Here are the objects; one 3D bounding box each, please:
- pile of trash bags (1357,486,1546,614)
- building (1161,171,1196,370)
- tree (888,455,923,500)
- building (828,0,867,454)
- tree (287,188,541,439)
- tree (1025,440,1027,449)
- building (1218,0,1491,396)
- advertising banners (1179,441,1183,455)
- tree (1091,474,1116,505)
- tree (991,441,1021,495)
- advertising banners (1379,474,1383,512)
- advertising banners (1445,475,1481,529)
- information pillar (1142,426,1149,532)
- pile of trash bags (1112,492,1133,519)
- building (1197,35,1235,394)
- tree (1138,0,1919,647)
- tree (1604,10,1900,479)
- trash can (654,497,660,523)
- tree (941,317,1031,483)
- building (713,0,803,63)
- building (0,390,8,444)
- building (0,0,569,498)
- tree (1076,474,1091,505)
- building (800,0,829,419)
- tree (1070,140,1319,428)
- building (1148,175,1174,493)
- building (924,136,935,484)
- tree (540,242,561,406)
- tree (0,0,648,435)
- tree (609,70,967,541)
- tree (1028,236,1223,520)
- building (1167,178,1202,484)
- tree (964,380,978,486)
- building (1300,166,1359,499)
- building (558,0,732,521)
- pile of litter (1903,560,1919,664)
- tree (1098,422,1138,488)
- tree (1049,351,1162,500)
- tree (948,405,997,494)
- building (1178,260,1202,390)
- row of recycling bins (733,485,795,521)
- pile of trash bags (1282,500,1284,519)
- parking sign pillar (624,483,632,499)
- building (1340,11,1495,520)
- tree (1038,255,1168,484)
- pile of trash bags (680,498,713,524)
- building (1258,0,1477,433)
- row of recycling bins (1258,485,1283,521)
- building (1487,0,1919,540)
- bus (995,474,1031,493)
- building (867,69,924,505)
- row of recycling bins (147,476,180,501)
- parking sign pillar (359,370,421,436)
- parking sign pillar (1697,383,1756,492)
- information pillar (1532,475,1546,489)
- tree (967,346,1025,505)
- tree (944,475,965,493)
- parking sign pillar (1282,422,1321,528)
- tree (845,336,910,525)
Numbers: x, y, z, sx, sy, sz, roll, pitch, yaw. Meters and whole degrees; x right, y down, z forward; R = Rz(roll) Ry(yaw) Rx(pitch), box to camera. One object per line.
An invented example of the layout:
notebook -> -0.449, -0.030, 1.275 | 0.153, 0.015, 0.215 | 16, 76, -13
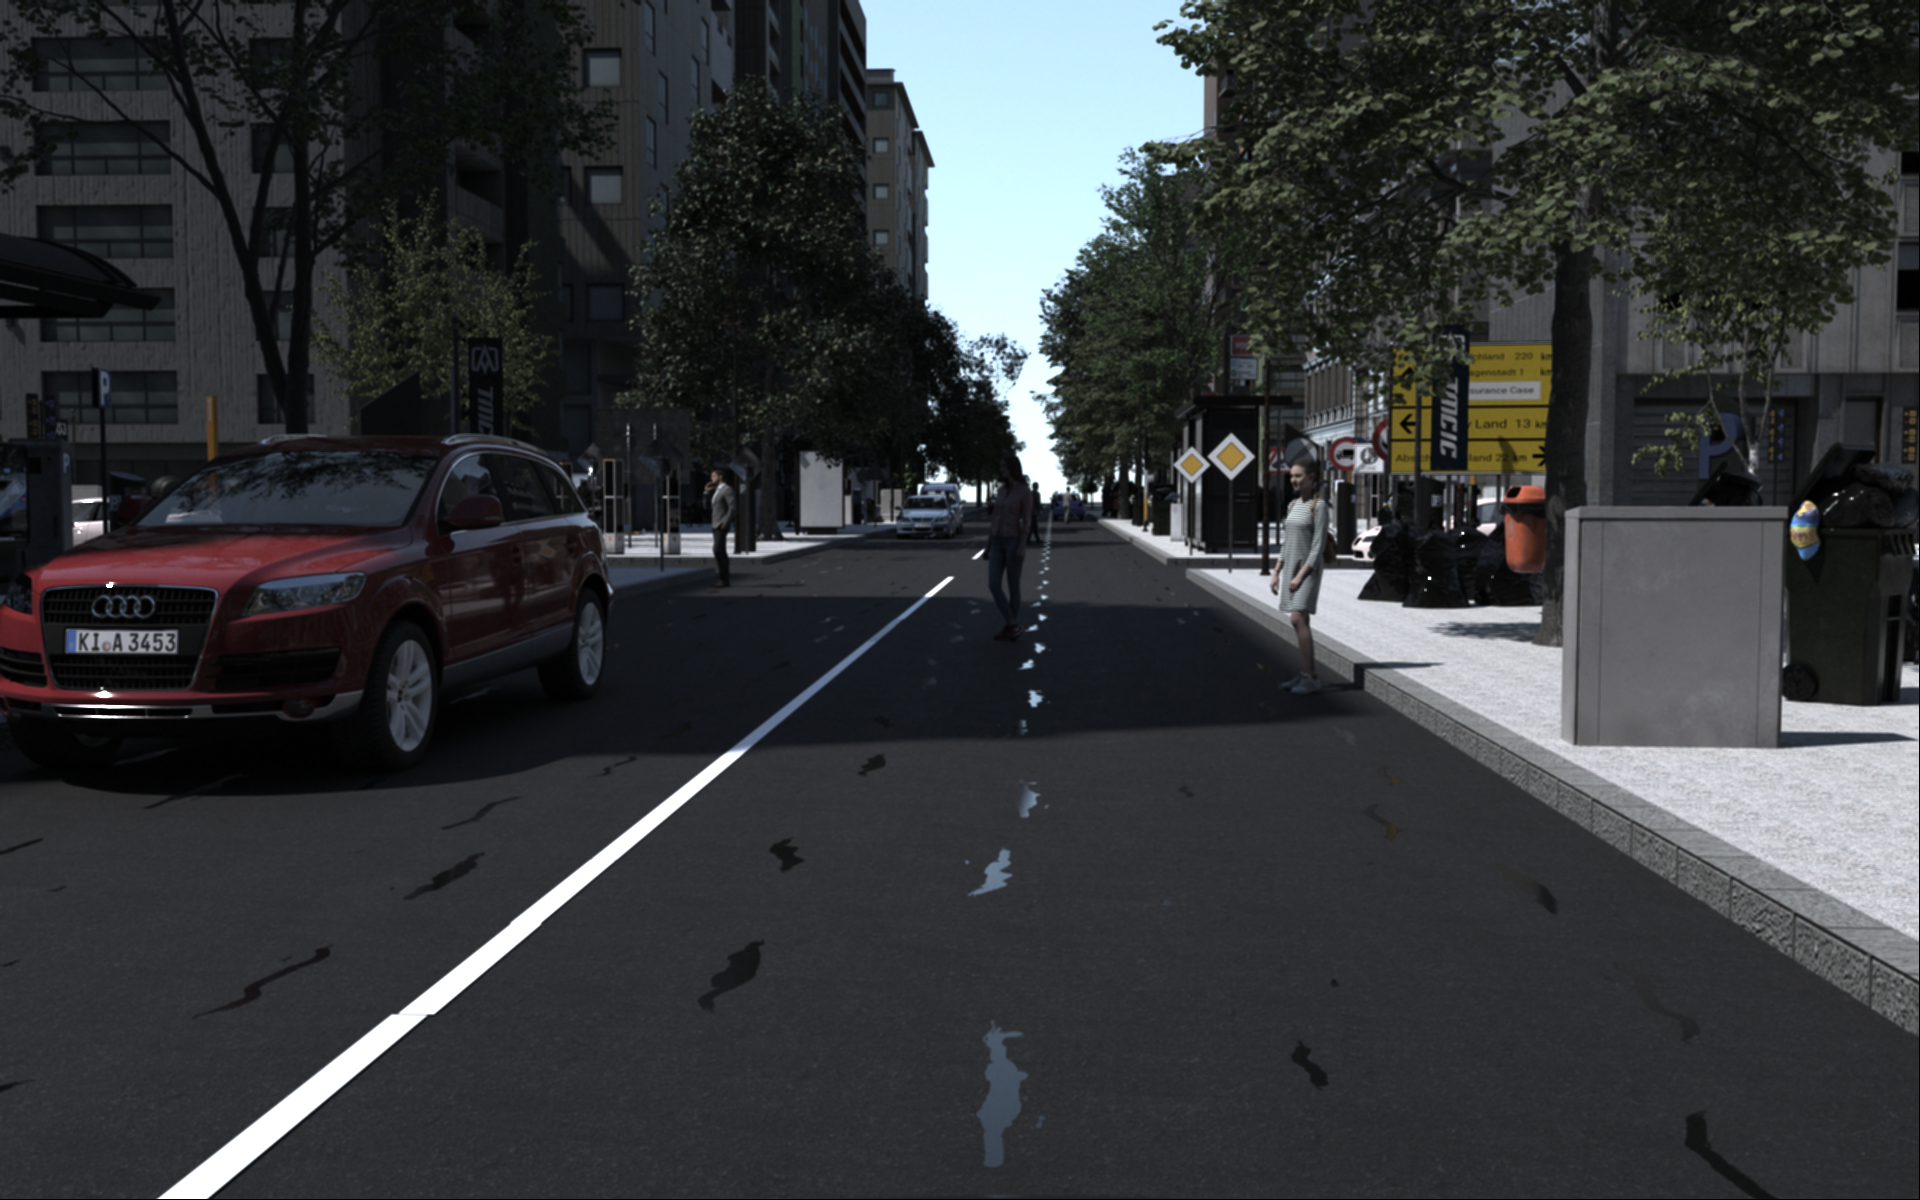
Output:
pile of trash bags -> 5.902, -0.613, 19.778 | 1.912, 1.369, 3.447 | 0, 4, -6
building -> 35.140, -36.055, 239.602 | 14.600, 45.320, 14.200 | 0, 4, 3
tree -> -2.775, -5.577, 85.787 | 1.663, 3.219, 1.824 | 0, 3, 0
building -> -19.845, -32.267, 151.271 | 21.300, 48.544, 21.600 | 0, 4, 3
tree -> -13.413, -5.561, 41.288 | 4.737, 8.622, 4.395 | 0, 3, 0
tree -> 3.336, -17.600, 204.769 | 9.611, 12.733, 9.660 | 0, 3, 0
building -> 33.264, -30.009, 145.263 | 22.147, 44.769, 28.867 | 0, 4, 3
advertising banners -> 8.115, -3.753, 57.552 | 2.074, 3.025, 0.090 | -2, 4, -28
tree -> 12.102, -8.995, 141.669 | 1.663, 3.219, 1.824 | 0, 3, 0
tree -> 4.269, -17.343, 217.970 | 7.601, 10.594, 8.767 | 1, 4, 15
advertising banners -> 11.793, -3.202, 48.545 | 0.090, 3.025, 2.074 | 1, 4, 12
advertising banners -> 7.101, -1.738, 24.609 | 0.090, 3.025, 2.074 | 0, 4, 3
information pillar -> 6.356, -4.149, 59.198 | 0.183, 3.616, 0.504 | 0, 3, 0
pile of trash bags -> 9.428, -4.892, 89.736 | 3.447, 1.369, 1.912 | -2, 4, -25
building -> 30.897, -31.608, 166.898 | 14.600, 45.320, 14.200 | 0, 4, 3
tree -> 5.511, -5.873, 14.154 | 7.486, 12.596, 7.792 | 0, 3, 0
tree -> 11.655, -4.594, 25.471 | 4.737, 8.622, 4.395 | 0, 3, 0
trash can -> -13.254, -3.957, 76.343 | 0.748, 1.137, 0.748 | 0, 3, 0
tree -> 1.001, -20.191, 186.017 | 12.611, 20.169, 13.585 | 0, 3, 0
building -> -18.719, -26.643, 119.201 | 14.154, 41.232, 14.086 | 0, 4, 3
building -> -44.084, -22.848, 65.440 | 23.993, 40.220, 32.217 | 0, 4, 3
building -> -22.383, -17.582, 59.161 | 14.160, 30.474, 14.107 | 0, 4, 3
tree -> 11.619, -9.815, 155.083 | 1.663, 3.219, 1.824 | 0, 3, 0
building -> -17.861, -29.557, 133.371 | 14.600, 45.320, 14.200 | 0, 4, 3
tree -> 6.964, -7.684, 51.382 | 9.928, 11.665, 9.643 | 0, 3, 0
building -> 39.224, -38.789, 257.898 | 21.300, 48.544, 21.600 | 0, 4, 3
building -> -18.639, -40.272, 247.681 | 28.713, 52.752, 27.495 | 0, 4, 3
tree -> -12.720, -5.912, 47.026 | 4.737, 8.622, 4.395 | 0, 3, 0
tree -> -7.207, -5.651, 18.144 | 9.928, 11.665, 9.643 | 0, 3, 0
tree -> -5.149, -7.961, 47.163 | 9.611, 12.733, 9.660 | 0, 3, 0
tree -> 8.338, -11.014, 86.729 | 9.857, 13.997, 8.962 | 0, 3, 0
building -> 34.068, -33.153, 225.647 | 14.154, 41.232, 14.086 | 0, 4, 3
tree -> 1.969, -15.527, 171.995 | 7.486, 12.596, 7.792 | 0, 3, 0
building -> 26.415, -16.118, 99.694 | 11.583, 22.565, 21.152 | 0, 4, 3
building -> -27.569, -30.848, 93.596 | 28.713, 52.752, 27.495 | 0, 4, 3
pile of litter -> 7.635, 0.019, 13.660 | 1.176, 0.858, 1.719 | 2, 4, 32
tree -> 10.733, -10.191, 116.980 | 4.737, 8.622, 4.395 | 0, 3, 0
tree -> 9.386, -10.428, 104.908 | 8.767, 10.594, 7.601 | 1, 4, 9
tree -> 0.003, -11.080, 131.522 | 4.737, 8.622, 4.395 | 0, 3, 0
building -> 33.647, -26.924, 211.908 | 14.160, 30.474, 14.107 | 0, 4, 3
row of recycling bins -> -9.135, -4.587, 82.109 | 3.534, 1.692, 1.069 | -2, 4, -27
pile of trash bags -> 16.100, -5.008, 91.632 | 3.447, 1.369, 1.912 | 2, 4, 28
parking sign pillar -> -14.451, -5.255, 74.393 | 1.447, 3.967, 1.447 | 1, 4, 13
building -> 25.447, -14.385, 76.997 | 13.314, 21.916, 24.055 | 0, 4, 3
tree -> 12.624, -16.762, 129.950 | 12.611, 20.169, 13.585 | 0, 3, 0
pile of trash bags -> -11.472, -3.968, 74.630 | 1.912, 1.369, 3.447 | 2, 4, 27
building -> 28.161, -26.932, 123.937 | 14.154, 41.232, 14.086 | 0, 4, 3
row of recycling bins -> 14.446, -4.567, 81.775 | 3.534, 1.692, 1.069 | 2, 4, 28
building -> 27.257, -14.243, 50.902 | 19.932, 24.808, 12.078 | 0, 4, 3
bus -> 4.949, -9.938, 157.349 | 2.948, 3.499, 13.247 | 0, 4, 4
building -> -20.350, -38.596, 220.290 | 28.713, 52.752, 27.495 | 0, 4, 3
row of recycling bins -> -17.834, -2.014, 40.044 | 1.069, 1.692, 3.534 | 2, 4, 35
parking sign pillar -> -12.344, -2.994, 37.430 | 1.447, 3.967, 1.447 | -3, 4, -36
parking sign pillar -> 18.263, -3.232, 41.307 | 1.447, 3.967, 1.447 | -2, 4, -26
information pillar -> 8.306, -2.017, 24.327 | 0.504, 3.616, 0.183 | 1, 4, 13
tree -> -2.680, -11.203, 100.171 | 9.611, 12.733, 9.660 | 0, 3, 0
tree -> -0.458, -8.637, 135.823 | 1.663, 3.219, 1.824 | 0, 3, 0
parking sign pillar -> 12.874, -4.687, 65.108 | 1.447, 3.967, 1.447 | 0, 4, -1
tree -> -4.018, -7.469, 72.479 | 4.737, 8.622, 4.395 | 0, 3, 0
